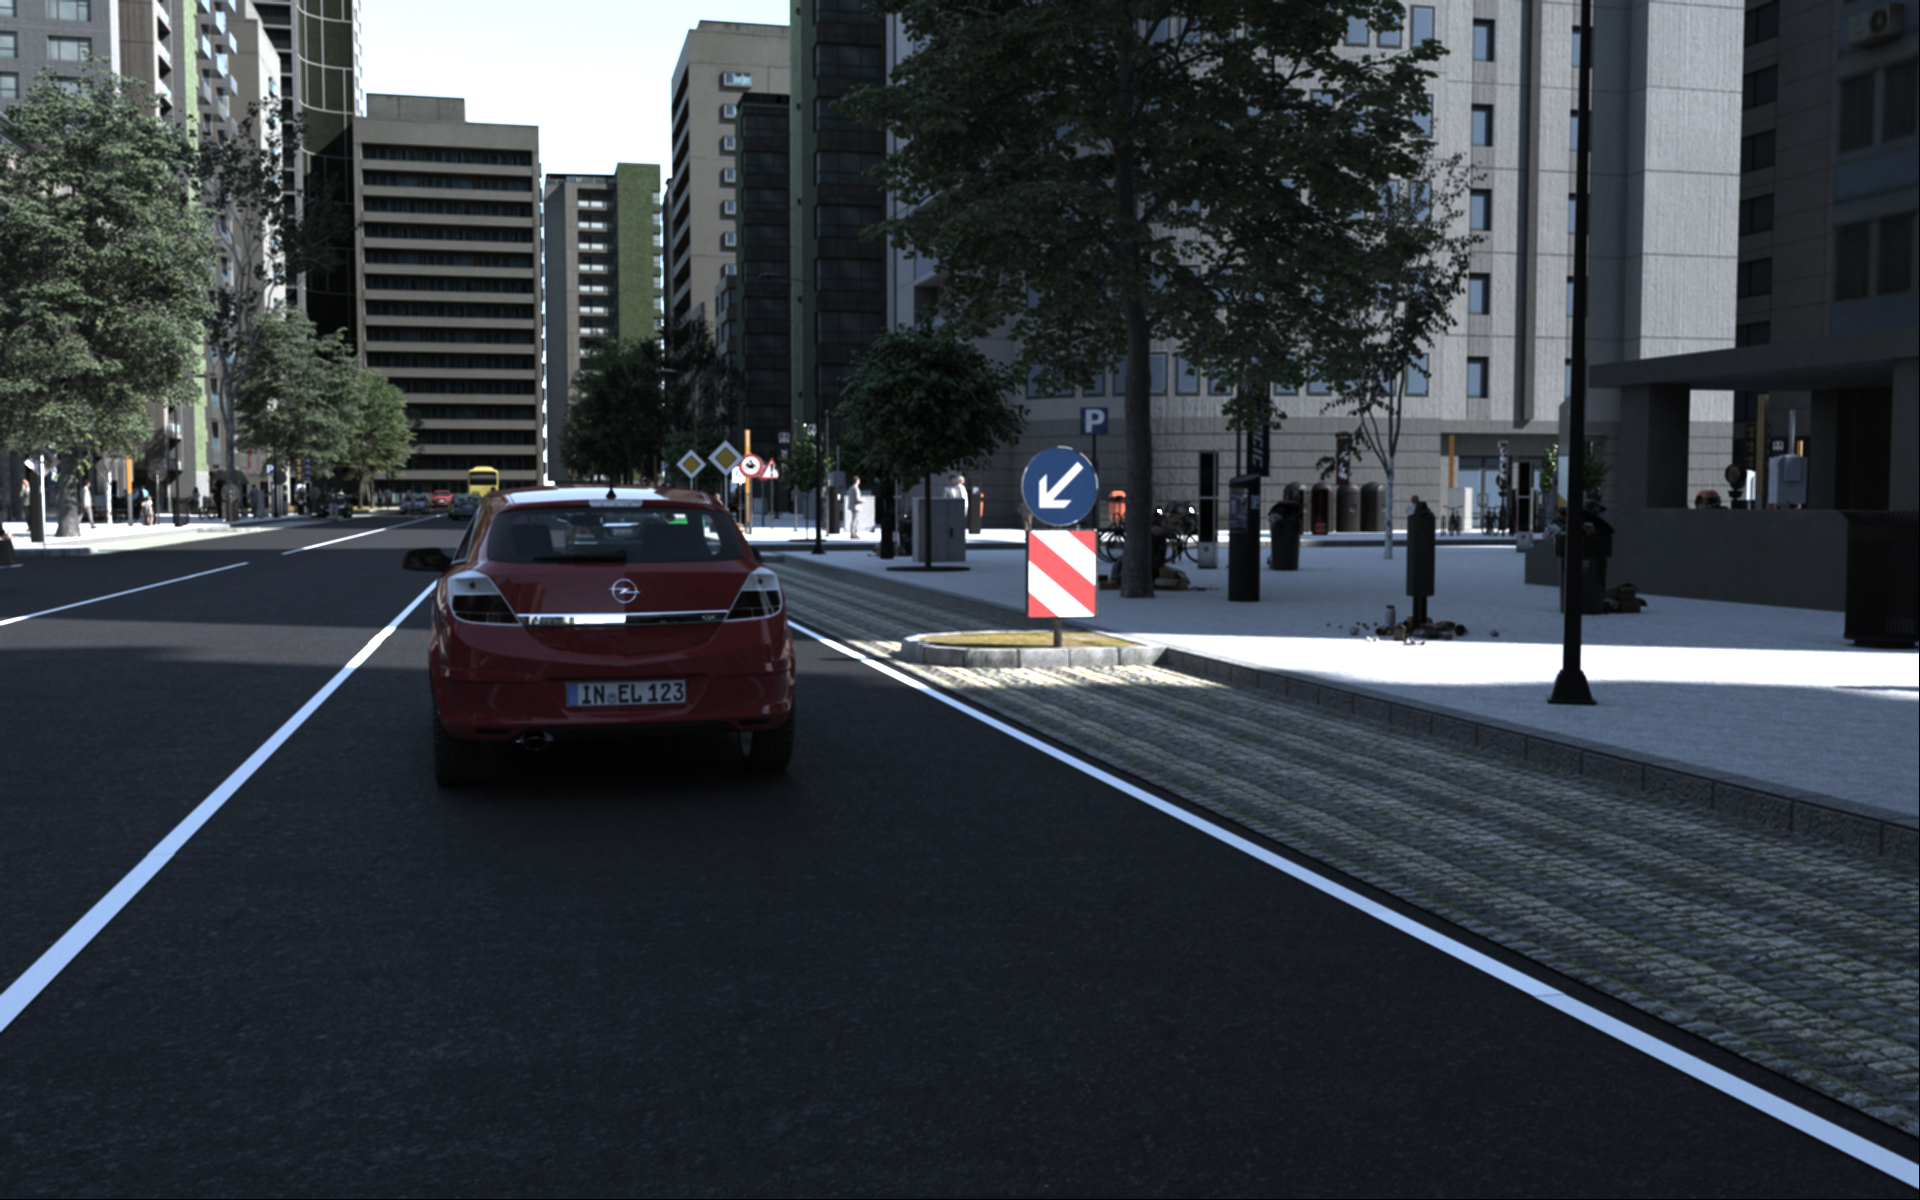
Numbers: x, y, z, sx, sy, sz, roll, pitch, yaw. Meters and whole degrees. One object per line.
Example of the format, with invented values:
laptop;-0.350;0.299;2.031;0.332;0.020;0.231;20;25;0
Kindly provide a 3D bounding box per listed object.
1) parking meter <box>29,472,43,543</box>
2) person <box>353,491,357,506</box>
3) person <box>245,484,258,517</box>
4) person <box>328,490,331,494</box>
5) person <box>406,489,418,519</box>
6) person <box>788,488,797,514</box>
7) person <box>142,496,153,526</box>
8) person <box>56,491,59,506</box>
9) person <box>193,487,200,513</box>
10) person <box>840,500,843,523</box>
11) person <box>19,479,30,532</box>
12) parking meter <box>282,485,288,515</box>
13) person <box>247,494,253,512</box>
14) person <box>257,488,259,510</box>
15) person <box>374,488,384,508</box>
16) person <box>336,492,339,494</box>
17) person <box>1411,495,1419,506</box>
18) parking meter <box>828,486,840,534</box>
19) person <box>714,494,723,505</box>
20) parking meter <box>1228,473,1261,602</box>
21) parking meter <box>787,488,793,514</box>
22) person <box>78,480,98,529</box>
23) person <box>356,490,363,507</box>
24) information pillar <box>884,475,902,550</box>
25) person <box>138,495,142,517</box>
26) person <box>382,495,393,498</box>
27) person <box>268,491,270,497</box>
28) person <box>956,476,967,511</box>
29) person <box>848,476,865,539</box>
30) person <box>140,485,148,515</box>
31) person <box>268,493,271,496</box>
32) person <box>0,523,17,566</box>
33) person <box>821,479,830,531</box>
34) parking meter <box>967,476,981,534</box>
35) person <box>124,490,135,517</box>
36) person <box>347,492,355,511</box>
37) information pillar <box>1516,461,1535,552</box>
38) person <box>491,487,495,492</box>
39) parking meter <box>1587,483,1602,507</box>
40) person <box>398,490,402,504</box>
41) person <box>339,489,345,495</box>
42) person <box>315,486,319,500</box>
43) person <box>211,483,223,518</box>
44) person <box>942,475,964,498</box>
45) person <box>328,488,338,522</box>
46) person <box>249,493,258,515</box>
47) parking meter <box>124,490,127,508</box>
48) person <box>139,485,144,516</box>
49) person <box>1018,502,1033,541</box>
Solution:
parking meter;-24.444;-2.455;45.857;0.255;1.863;0.399;-1;4;-12
person;-66.340;-11.109;190.141;0.705;1.823;1.348;-3;5;-43
person;-38.929;-5.462;95.465;0.853;1.813;0.709;2;4;26
person;-64.772;-10.454;177.691;0.721;1.735;1.217;-1;4;-13
person;-32.035;-5.628;101.274;0.466;1.731;0.760;3;4;36
person;-10.578;-6.328;109.517;0.620;1.820;0.660;-1;4;-9
person;-32.447;-3.553;69.145;0.505;1.210;0.382;0;4;4
person;-36.156;-3.884;69.885;0.601;1.785;0.444;2;4;26
person;-52.063;-6.811;118.068;0.621;1.740;0.551;0;4;-7
person;-5.217;-4.263;76.743;0.512;1.701;0.522;-1;4;-10
person;-31.694;-3.229;59.023;0.592;1.802;0.473;-1;4;-13
parking meter;-41.844;-6.216;107.340;0.255;1.863;0.399;-2;4;-31
person;-51.998;-7.433;127.515;1.348;1.831;0.705;-2;4;-35
person;-55.358;-7.954;136.800;0.721;1.735;1.217;2;4;23
person;-54.072;-9.492;161.377;0.705;1.807;1.348;3;5;44
person;-51.114;-8.119;141.971;0.628;1.438;0.799;-2;4;-27
person;9.955;-1.652;37.733;0.332;1.250;0.352;-3;4;-39
parking meter;-4.034;-2.881;55.519;0.372;1.533;0.369;0;3;0
person;-9.119;-3.342;64.957;0.475;1.303;0.640;-1;4;-14
parking meter;3.412;-0.756;20.766;0.372;1.533;0.369;0;3;0
parking meter;-10.904;-6.482;111.686;0.399;1.863;0.255;-1;4;-21
person;-31.964;-3.485;63.289;0.678;1.792;0.850;3;5;41
person;-58.545;-9.908;168.860;0.721;1.723;1.217;1;4;11
information pillar;-1.480;-2.063;38.224;0.304;2.012;0.304;1;4;18
person;-44.930;-5.154;94.982;0.373;1.253;0.362;-2;4;-32
person;-61.568;-11.028;186.358;0.705;1.822;1.348;3;4;39
person;-52.772;-7.684;131.700;1.348;1.821;0.705;-3;4;-38
person;-0.011;-2.926;53.762;0.514;1.842;0.818;2;4;32
person;-2.919;-2.652;49.603;0.583;1.804;0.606;-2;4;-30
person;-50.389;-6.158;106.749;0.660;1.820;0.620;-2;4;-30
person;-52.005;-7.535;129.964;0.721;1.735;1.217;2;4;28
person;-14.485;-1.055;25.727;0.713;1.824;0.794;1;4;19
person;-4.551;-3.313;60.381;0.590;1.801;0.661;2;4;33
parking meter;0.448;-3.021;55.108;0.399;1.863;0.255;-1;4;-16
person;-42.733;-5.073;89.008;0.620;1.820;0.660;0;4;4
person;-47.285;-7.654;134.415;0.697;1.427;0.421;3;4;38
information pillar;12.470;-2.062;38.208;0.304;2.012;0.304;2;4;29
person;-21.967;-4.454;81.749;0.534;1.772;0.576;1;4;21
parking meter;20.667;-3.104;56.464;0.255;1.863;0.399;-3;4;-38
person;-60.415;-11.042;187.293;0.721;1.743;1.217;-1;4;-21
person;-54.171;-8.867;151.804;0.721;1.735;1.217;2;4;34
person;-46.259;-7.253;124.574;0.705;1.831;1.348;-1;4;-14
person;-40.611;-5.463;94.732;0.474;1.900;0.648;3;5;44
person;-0.152;-2.512;47.322;0.606;1.804;0.583;-3;4;-37
person;-31.725;-4.810;87.690;0.519;1.759;0.362;-3;4;-36
person;-43.714;-6.194;107.271;0.622;1.834;0.822;1;4;14
parking meter;-46.228;-5.373;96.257;0.372;1.533;0.369;0;3;0
person;-47.040;-5.702;99.290;0.581;1.822;0.654;2;4;25
person;1.828;-2.271;47.450;0.475;1.303;0.640;0;4;-4
